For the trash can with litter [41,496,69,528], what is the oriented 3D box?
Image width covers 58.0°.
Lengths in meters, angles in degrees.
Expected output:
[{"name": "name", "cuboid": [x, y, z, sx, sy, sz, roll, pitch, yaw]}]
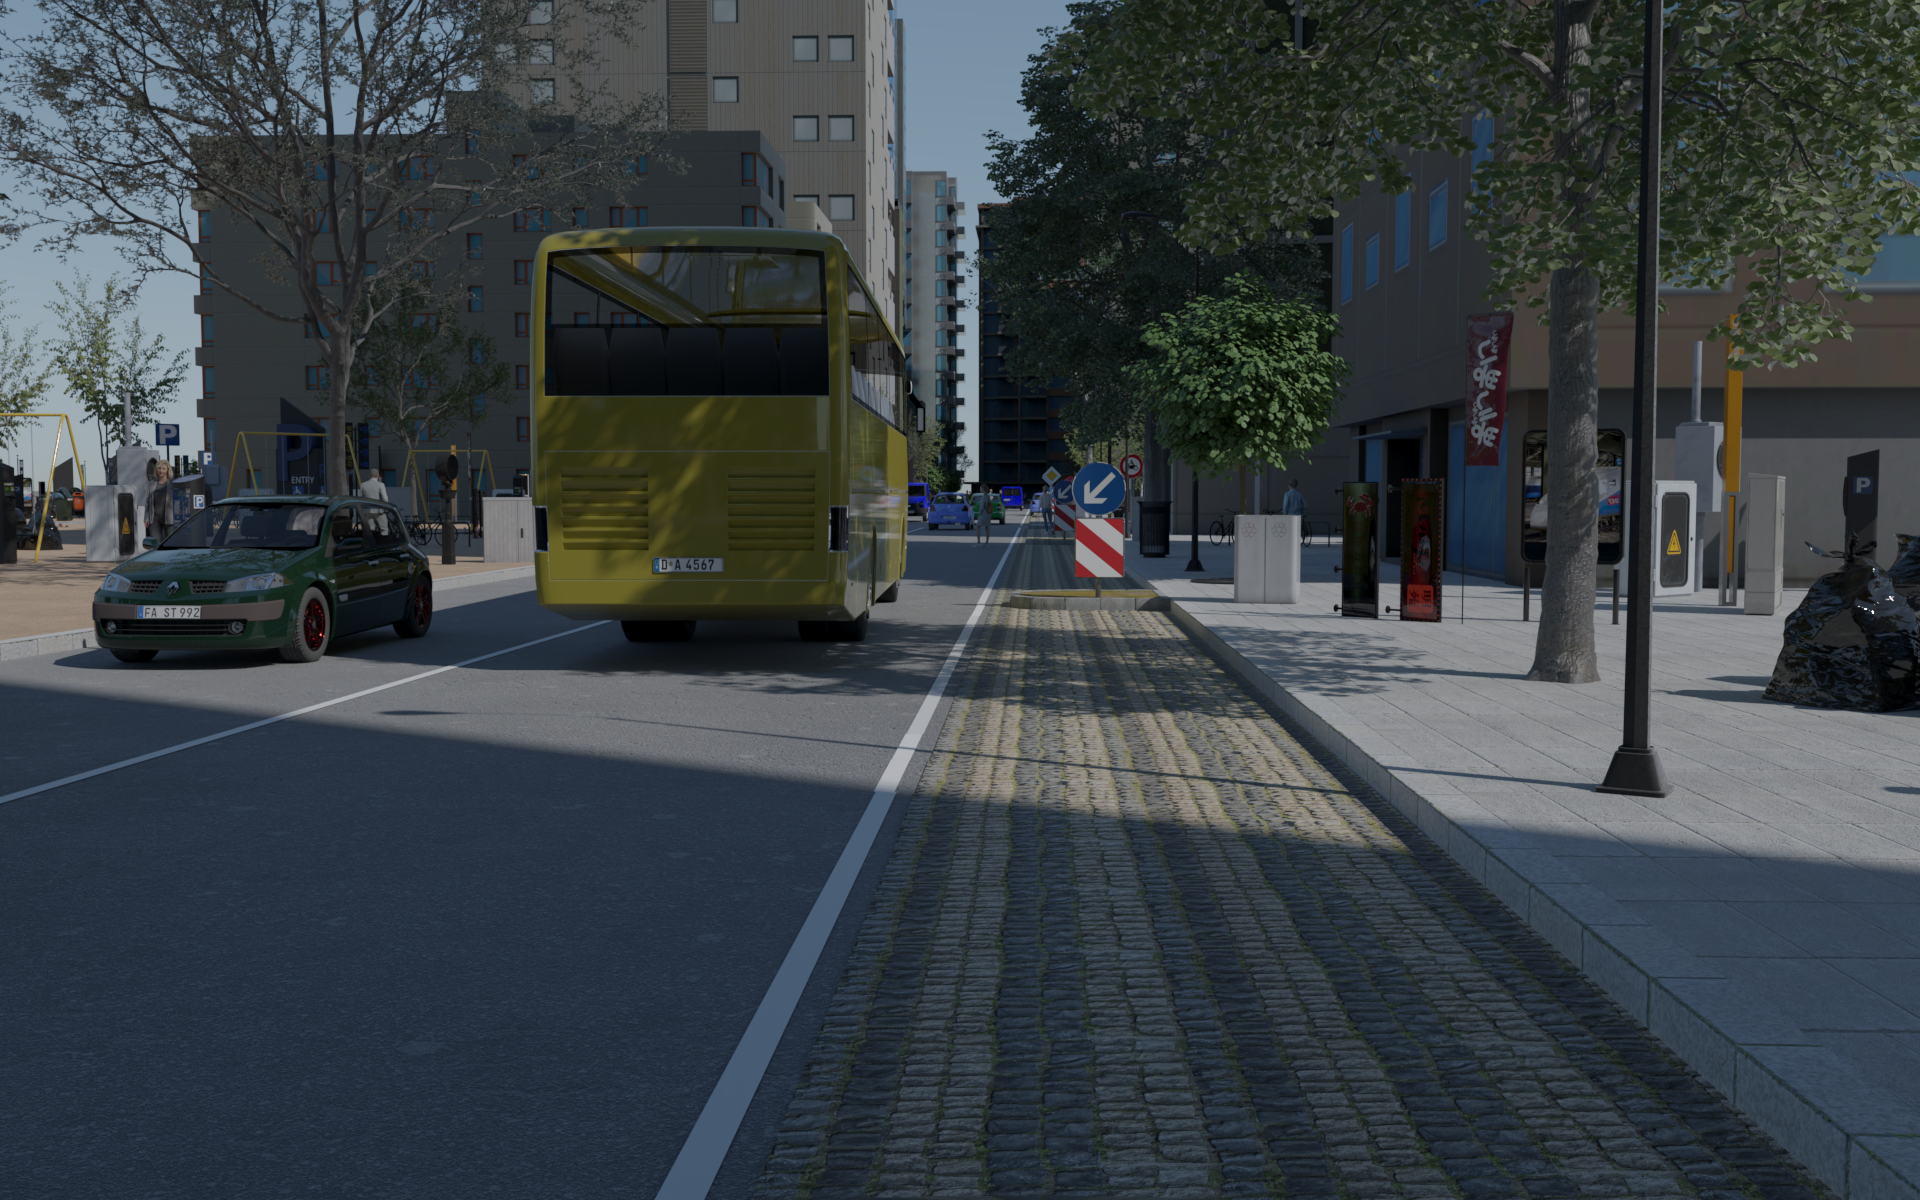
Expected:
[{"name": "trash can with litter", "cuboid": [-34.900, -3.402, 66.686, 1.678, 1.210, 2.233, 0, 4, -2]}]

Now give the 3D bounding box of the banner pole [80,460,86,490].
[{"name": "banner pole", "cuboid": [-65.249, -8.500, 128.986, 0.863, 3.779, 0.401, 2, 4, 35]}]

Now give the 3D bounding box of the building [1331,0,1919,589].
[{"name": "building", "cuboid": [14.554, -23.154, 28.674, 14.600, 45.320, 14.200, 0, 4, 3]}]

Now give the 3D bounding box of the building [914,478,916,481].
[{"name": "building", "cuboid": [-21.052, -29.978, 182.027, 32.217, 40.220, 23.993, 0, 4, 3]}]

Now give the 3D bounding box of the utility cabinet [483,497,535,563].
[{"name": "utility cabinet", "cuboid": [-8.412, -1.303, 32.472, 1.020, 1.237, 0.306, -1, 4, -16]}]

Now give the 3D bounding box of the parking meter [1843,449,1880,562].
[{"name": "parking meter", "cuboid": [11.740, -1.033, 22.600, 0.399, 1.863, 0.255, 1, 4, 23]}]

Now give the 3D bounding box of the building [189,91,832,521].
[{"name": "building", "cuboid": [-22.658, -15.451, 97.655, 27.650, 21.520, 28.899, 0, 4, 3]}]

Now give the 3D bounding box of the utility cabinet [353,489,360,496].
[{"name": "utility cabinet", "cuboid": [-39.746, -6.438, 113.947, 1.173, 1.500, 0.318, -1, 4, -12]}]

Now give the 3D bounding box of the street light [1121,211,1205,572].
[{"name": "street light", "cuboid": [3.354, -3.429, 28.601, 1.470, 5.913, 1.316, 0, 4, 3]}]

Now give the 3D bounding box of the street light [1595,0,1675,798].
[{"name": "street light", "cuboid": [2.378, -2.128, 7.334, 1.470, 5.913, 1.316, 0, 4, 3]}]

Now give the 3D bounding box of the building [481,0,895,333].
[{"name": "building", "cuboid": [-19.277, -33.240, 132.717, 28.713, 52.752, 27.495, 0, 4, 3]}]

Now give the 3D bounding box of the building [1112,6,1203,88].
[{"name": "building", "cuboid": [24.768, -33.215, 166.766, 21.300, 48.544, 21.600, 0, 4, 3]}]

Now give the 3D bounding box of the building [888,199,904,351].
[{"name": "building", "cuboid": [-12.834, -23.928, 162.926, 14.160, 30.474, 14.107, 0, 4, 3]}]

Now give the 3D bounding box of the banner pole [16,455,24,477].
[{"name": "banner pole", "cuboid": [-59.803, -7.354, 110.251, 0.401, 3.779, 0.863, 0, 4, 3]}]

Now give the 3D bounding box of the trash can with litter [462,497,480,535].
[{"name": "trash can with litter", "cuboid": [-15.578, -2.689, 55.018, 1.678, 1.210, 2.233, -1, 4, -11]}]

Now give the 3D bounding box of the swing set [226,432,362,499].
[{"name": "swing set", "cuboid": [-16.976, -2.874, 44.609, 2.862, 2.851, 3.119, 3, 5, 42]}]

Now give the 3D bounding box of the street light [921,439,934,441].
[{"name": "street light", "cuboid": [-2.880, -10.545, 144.944, 1.470, 5.913, 1.316, 0, 4, 3]}]

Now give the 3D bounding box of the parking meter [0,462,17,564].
[{"name": "parking meter", "cuboid": [-17.536, -1.593, 31.764, 0.399, 1.863, 0.255, 2, 4, 28]}]

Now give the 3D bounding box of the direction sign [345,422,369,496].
[{"name": "direction sign", "cuboid": [-19.150, -3.850, 54.940, 0.379, 3.537, 0.876, 3, 5, 44]}]

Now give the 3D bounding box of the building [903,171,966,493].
[{"name": "building", "cuboid": [-14.344, -38.790, 253.821, 30.456, 49.044, 23.786, 0, 4, 3]}]

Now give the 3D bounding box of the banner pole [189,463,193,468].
[{"name": "banner pole", "cuboid": [-54.139, -8.056, 121.729, 0.863, 3.779, 0.401, 0, 4, 1]}]

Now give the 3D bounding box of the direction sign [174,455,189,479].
[{"name": "direction sign", "cuboid": [-45.198, -6.645, 100.636, 0.876, 3.537, 0.379, 0, 4, 8]}]

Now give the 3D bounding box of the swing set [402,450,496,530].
[{"name": "swing set", "cuboid": [-18.066, -3.914, 61.617, 3.119, 2.851, 2.862, 1, 4, 8]}]

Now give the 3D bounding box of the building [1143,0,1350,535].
[{"name": "building", "cuboid": [17.065, -37.798, 56.254, 20.563, 71.187, 20.611, 0, 4, 3]}]

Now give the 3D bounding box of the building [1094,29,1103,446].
[{"name": "building", "cuboid": [28.835, -36.804, 190.990, 28.713, 52.752, 27.495, 0, 4, 3]}]

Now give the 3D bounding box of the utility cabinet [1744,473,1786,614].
[{"name": "utility cabinet", "cuboid": [8.718, -0.614, 18.724, 0.318, 1.500, 1.173, 2, 4, 29]}]

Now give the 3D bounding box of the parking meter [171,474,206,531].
[{"name": "parking meter", "cuboid": [-9.447, -0.785, 21.241, 0.372, 1.533, 0.369, 0, 3, 0]}]

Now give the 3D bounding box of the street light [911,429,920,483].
[{"name": "street light", "cuboid": [-3.728, -9.245, 123.698, 1.470, 5.913, 1.316, 0, 4, 3]}]

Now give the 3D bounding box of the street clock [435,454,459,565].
[{"name": "street clock", "cuboid": [-9.296, -1.643, 31.436, 0.358, 2.002, 0.471, 1, 4, 11]}]

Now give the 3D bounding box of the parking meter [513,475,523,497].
[{"name": "parking meter", "cuboid": [-13.351, -2.852, 52.348, 0.255, 1.863, 0.399, 0, 4, -8]}]

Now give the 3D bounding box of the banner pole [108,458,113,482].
[{"name": "banner pole", "cuboid": [-51.101, -7.022, 104.829, 0.863, 3.779, 0.401, 0, 4, -7]}]

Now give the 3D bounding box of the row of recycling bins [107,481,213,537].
[{"name": "row of recycling bins", "cuboid": [-24.298, -2.774, 52.468, 3.534, 1.692, 1.069, 1, 4, 11]}]

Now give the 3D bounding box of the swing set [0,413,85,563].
[{"name": "swing set", "cuboid": [-18.653, -2.200, 33.597, 3.119, 2.851, 2.862, 0, 4, -4]}]

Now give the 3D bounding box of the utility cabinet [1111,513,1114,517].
[{"name": "utility cabinet", "cuboid": [8.730, -5.252, 97.037, 0.306, 1.237, 1.020, 1, 4, 23]}]

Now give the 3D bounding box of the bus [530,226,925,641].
[{"name": "bus", "cuboid": [-2.050, -1.721, 19.690, 2.896, 3.916, 12.252, 0, 4, 1]}]

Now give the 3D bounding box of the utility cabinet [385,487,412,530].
[{"name": "utility cabinet", "cuboid": [-18.053, -2.836, 55.044, 1.173, 1.500, 0.318, -1, 4, -12]}]

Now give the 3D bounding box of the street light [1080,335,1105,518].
[{"name": "street light", "cuboid": [4.274, -4.736, 49.980, 1.470, 5.913, 1.316, 0, 4, 3]}]

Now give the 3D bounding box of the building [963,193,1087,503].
[{"name": "building", "cuboid": [15.268, -36.484, 251.144, 28.867, 44.769, 22.147, 0, 4, 3]}]

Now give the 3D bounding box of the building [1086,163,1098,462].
[{"name": "building", "cuboid": [26.704, -36.219, 215.882, 21.300, 48.544, 21.600, 0, 4, 3]}]

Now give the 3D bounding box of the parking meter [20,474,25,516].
[{"name": "parking meter", "cuboid": [-26.843, -2.663, 49.257, 0.399, 1.863, 0.255, -2, 4, -30]}]

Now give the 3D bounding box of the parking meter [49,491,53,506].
[{"name": "parking meter", "cuboid": [-75.617, -8.304, 144.187, 0.372, 1.533, 0.369, 0, 3, 0]}]

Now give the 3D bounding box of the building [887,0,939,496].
[{"name": "building", "cuboid": [-18.820, -55.302, 216.857, 31.000, 86.520, 22.319, 0, 4, 3]}]

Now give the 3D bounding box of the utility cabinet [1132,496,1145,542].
[{"name": "utility cabinet", "cuboid": [5.117, -2.205, 47.207, 1.020, 1.237, 0.306, -3, 5, -43]}]

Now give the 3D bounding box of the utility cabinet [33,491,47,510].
[{"name": "utility cabinet", "cuboid": [-66.528, -7.112, 124.952, 1.173, 1.500, 0.318, 0, 4, 4]}]

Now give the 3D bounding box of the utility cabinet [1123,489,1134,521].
[{"name": "utility cabinet", "cuboid": [7.791, -4.468, 81.723, 0.318, 1.500, 1.173, -2, 4, -23]}]
